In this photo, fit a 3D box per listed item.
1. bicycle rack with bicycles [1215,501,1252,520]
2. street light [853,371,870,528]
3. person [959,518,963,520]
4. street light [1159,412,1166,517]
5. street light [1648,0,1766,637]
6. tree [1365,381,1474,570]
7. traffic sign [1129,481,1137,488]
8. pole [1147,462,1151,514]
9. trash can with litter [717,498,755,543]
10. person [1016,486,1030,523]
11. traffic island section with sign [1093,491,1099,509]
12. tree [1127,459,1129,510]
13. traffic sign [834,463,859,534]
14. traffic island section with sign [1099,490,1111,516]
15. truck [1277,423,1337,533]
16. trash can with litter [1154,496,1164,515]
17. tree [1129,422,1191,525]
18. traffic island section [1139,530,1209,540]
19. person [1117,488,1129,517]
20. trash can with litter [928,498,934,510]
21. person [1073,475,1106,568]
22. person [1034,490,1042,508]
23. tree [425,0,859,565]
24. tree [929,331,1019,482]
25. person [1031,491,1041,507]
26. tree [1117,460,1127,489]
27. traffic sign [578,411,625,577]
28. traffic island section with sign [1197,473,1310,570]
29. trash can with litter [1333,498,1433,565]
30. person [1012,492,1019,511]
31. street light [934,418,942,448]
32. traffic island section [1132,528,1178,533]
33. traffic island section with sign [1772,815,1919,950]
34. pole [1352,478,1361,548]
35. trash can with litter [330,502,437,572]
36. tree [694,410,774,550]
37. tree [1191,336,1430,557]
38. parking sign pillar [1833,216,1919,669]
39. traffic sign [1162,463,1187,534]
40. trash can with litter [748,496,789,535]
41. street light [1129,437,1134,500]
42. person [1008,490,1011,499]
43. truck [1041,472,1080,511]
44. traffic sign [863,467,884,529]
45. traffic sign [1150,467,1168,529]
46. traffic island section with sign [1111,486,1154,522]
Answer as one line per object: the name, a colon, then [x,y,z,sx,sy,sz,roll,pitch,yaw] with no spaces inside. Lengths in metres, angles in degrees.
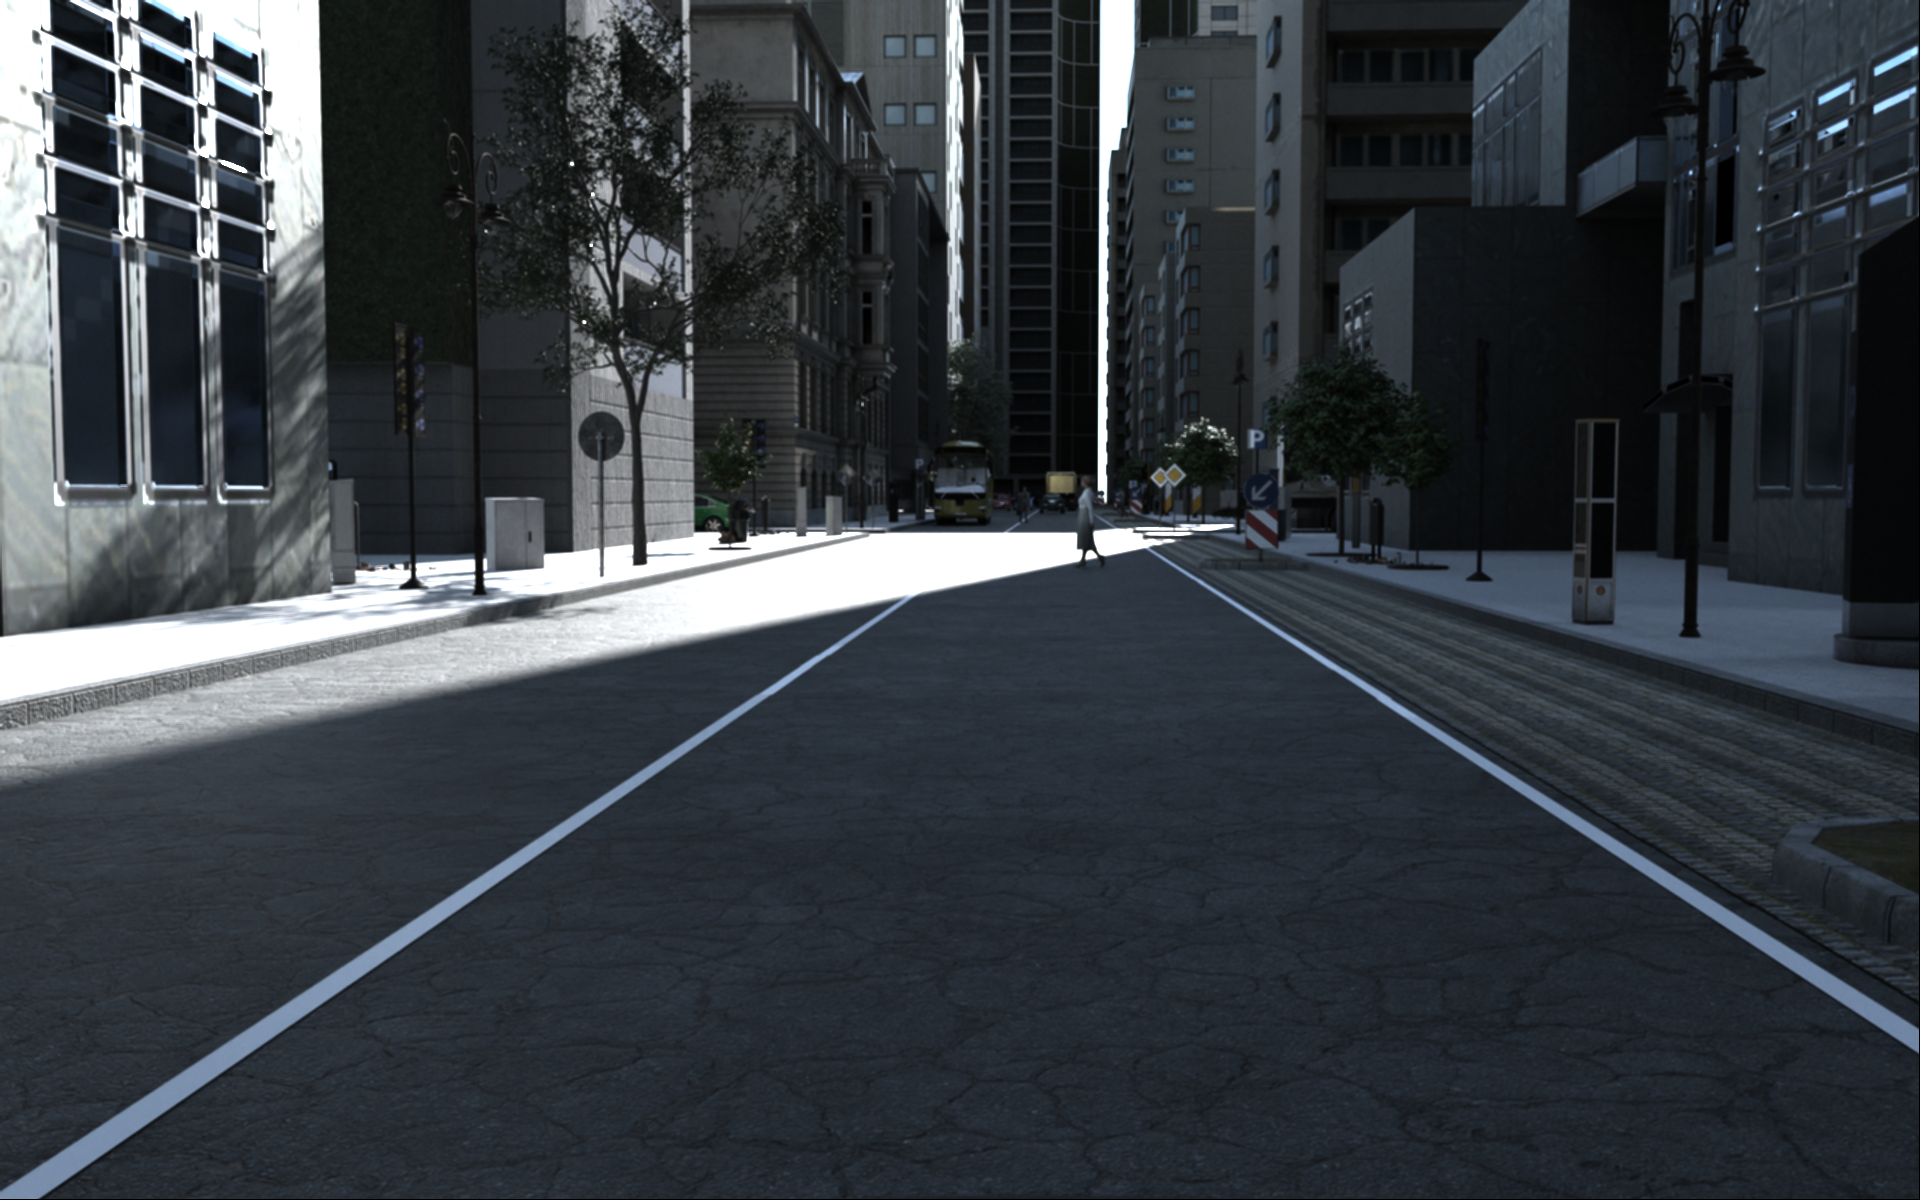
bicycle rack with bicycles: [14.272,-4.505,87.045,2.925,0.926,2.852,-2,4,-25]
street light: [-3.692,-5.631,64.861,0.468,5.910,1.993,0,4,3]
person: [0.052,-5.342,95.962,0.709,1.813,0.853,-2,4,-25]
street light: [11.466,-7.676,98.293,0.468,5.910,1.993,0,4,3]
street light: [6.565,-2.606,15.398,0.468,5.910,1.993,0,4,3]
tree: [7.750,-2.150,29.760,1.663,3.219,1.824,0,3,0]
traffic sign: [13.222,-7.966,132.381,0.606,2.300,0.079,1,4,11]
pole: [12.192,-7.212,111.757,0.158,3.312,0.155,0,3,0]
trash can with litter: [-5.886,-2.082,45.435,0.624,1.170,1.055,2,4,24]
person: [3.203,-4.792,86.947,0.694,1.812,0.767,-1,4,-9]
traffic island section with sign: [13.418,-9.604,165.654,1.989,1.847,2.006,0,4,3]
tree: [10.342,-5.825,78.950,4.285,4.588,4.351,0,3,0]
traffic sign: [-3.691,-3.219,56.278,0.795,2.450,0.064,0,4,3]
traffic island section with sign: [10.459,-6.535,115.469,1.989,1.847,2.006,0,4,3]
truck: [16.674,-4.322,59.576,11.283,4.237,2.839,0,4,5]
trash can with litter: [12.192,-5.788,106.013,0.624,1.170,1.055,0,4,2]
tree: [10.218,-5.405,72.089,4.285,4.588,4.351,0,3,0]
traffic island section: [6.907,-2.045,55.710,2.009,0.180,2.903,0,4,3]
person: [10.105,-6.082,108.057,0.853,1.813,0.709,-1,4,-15]
trash can with litter: [-2.149,-7.720,137.286,2.233,1.210,1.678,3,4,37]
person: [2.533,-1.530,33.747,0.641,1.798,0.478,1,4,17]
person: [7.988,-10.237,176.018,1.348,1.807,0.705,-3,4,-37]
tree: [-5.683,-5.926,31.300,8.767,10.594,7.601,1,4,12]
tree: [-0.295,-13.965,134.990,9.857,13.997,8.962,0,3,0]
person: [8.337,-11.166,191.204,1.348,1.807,0.705,1,4,23]
tree: [14.444,-9.602,140.704,4.285,4.588,4.351,0,3,0]
traffic sign: [-5.542,-1.629,26.742,0.768,2.556,0.104,1,4,13]
traffic island section with sign: [5.592,-1.506,33.252,1.989,1.847,2.006,0,4,3]
trash can with litter: [7.816,-1.306,32.413,1.678,1.210,2.233,0,4,1]
person: [4.673,-8.350,146.489,0.593,1.643,0.415,0,4,5]
street light: [-1.342,-8.058,104.533,0.468,5.910,1.993,0,4,3]
traffic island section: [7.379,-2.532,63.681,2.009,0.180,2.903,0,4,3]
traffic island section with sign: [3.954,0.171,5.835,1.989,1.847,2.006,0,4,3]
pole: [9.398,-2.885,41.010,0.158,3.312,0.155,0,3,0]
trash can with litter: [-9.960,-1.098,29.004,2.233,1.210,1.678,0,4,-8]
tree: [-5.397,-2.772,39.929,1.663,3.219,1.824,0,3,0]
tree: [7.911,-3.203,36.081,4.285,4.588,4.351,0,3,0]
parking sign pillar: [7.471,-1.506,13.102,1.447,3.967,1.447,1,4,20]
traffic sign: [6.883,-3.180,55.634,0.795,2.450,0.064,0,4,3]
trash can with litter: [-6.275,-2.690,55.033,1.678,1.210,2.233,-1,4,-9]
street light: [13.645,-10.074,137.505,0.468,5.910,1.993,0,4,3]
person: [5.085,-10.264,176.403,0.705,1.814,1.350,0,4,2]
truck: [8.755,-9.432,150.136,3.469,3.379,9.791,0,4,3]
traffic sign: [-3.220,-3.707,64.249,0.795,2.450,0.064,0,4,3]
traffic sign: [7.355,-3.667,63.605,0.795,2.450,0.064,0,4,3]
traffic island section with sign: [8.838,-4.869,88.237,1.989,1.847,2.006,0,4,3]
